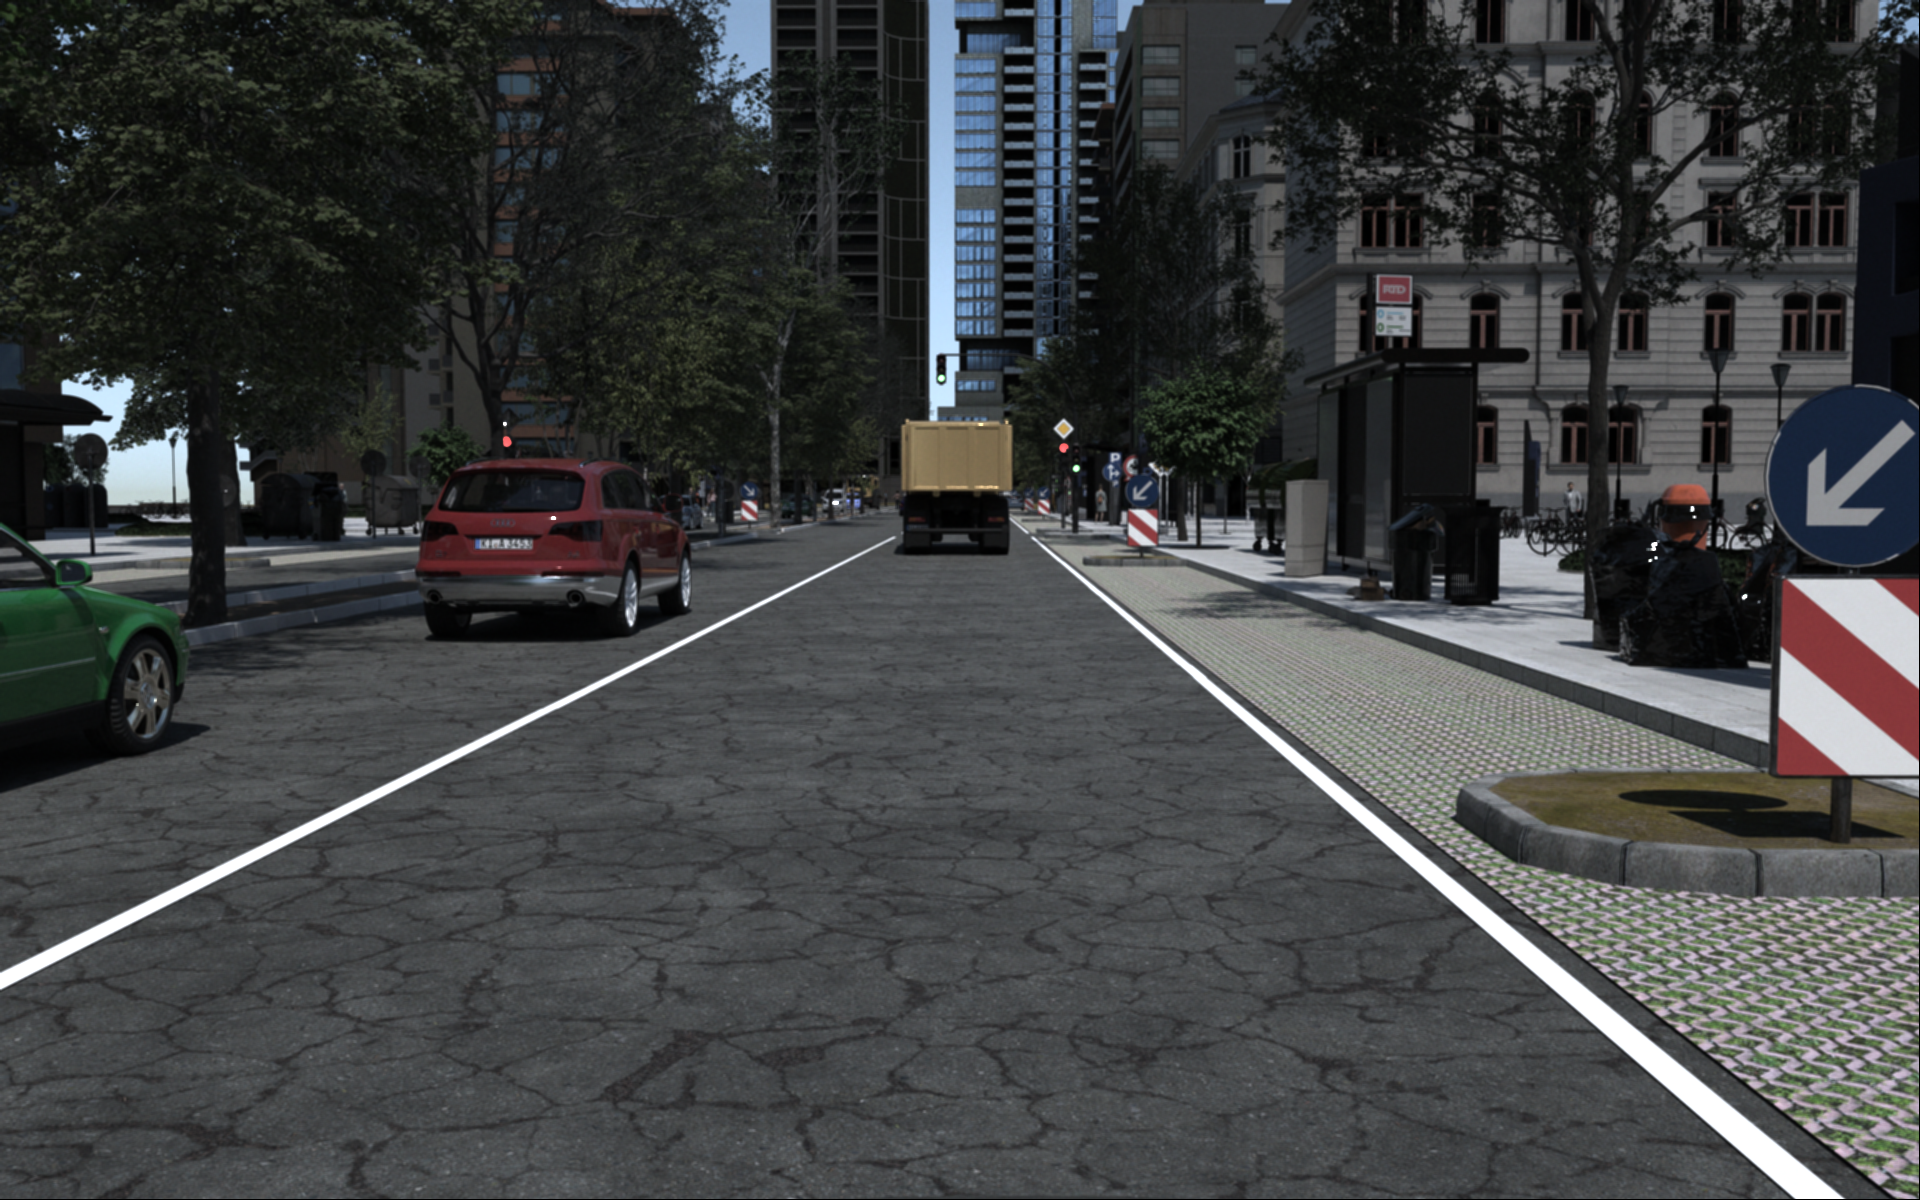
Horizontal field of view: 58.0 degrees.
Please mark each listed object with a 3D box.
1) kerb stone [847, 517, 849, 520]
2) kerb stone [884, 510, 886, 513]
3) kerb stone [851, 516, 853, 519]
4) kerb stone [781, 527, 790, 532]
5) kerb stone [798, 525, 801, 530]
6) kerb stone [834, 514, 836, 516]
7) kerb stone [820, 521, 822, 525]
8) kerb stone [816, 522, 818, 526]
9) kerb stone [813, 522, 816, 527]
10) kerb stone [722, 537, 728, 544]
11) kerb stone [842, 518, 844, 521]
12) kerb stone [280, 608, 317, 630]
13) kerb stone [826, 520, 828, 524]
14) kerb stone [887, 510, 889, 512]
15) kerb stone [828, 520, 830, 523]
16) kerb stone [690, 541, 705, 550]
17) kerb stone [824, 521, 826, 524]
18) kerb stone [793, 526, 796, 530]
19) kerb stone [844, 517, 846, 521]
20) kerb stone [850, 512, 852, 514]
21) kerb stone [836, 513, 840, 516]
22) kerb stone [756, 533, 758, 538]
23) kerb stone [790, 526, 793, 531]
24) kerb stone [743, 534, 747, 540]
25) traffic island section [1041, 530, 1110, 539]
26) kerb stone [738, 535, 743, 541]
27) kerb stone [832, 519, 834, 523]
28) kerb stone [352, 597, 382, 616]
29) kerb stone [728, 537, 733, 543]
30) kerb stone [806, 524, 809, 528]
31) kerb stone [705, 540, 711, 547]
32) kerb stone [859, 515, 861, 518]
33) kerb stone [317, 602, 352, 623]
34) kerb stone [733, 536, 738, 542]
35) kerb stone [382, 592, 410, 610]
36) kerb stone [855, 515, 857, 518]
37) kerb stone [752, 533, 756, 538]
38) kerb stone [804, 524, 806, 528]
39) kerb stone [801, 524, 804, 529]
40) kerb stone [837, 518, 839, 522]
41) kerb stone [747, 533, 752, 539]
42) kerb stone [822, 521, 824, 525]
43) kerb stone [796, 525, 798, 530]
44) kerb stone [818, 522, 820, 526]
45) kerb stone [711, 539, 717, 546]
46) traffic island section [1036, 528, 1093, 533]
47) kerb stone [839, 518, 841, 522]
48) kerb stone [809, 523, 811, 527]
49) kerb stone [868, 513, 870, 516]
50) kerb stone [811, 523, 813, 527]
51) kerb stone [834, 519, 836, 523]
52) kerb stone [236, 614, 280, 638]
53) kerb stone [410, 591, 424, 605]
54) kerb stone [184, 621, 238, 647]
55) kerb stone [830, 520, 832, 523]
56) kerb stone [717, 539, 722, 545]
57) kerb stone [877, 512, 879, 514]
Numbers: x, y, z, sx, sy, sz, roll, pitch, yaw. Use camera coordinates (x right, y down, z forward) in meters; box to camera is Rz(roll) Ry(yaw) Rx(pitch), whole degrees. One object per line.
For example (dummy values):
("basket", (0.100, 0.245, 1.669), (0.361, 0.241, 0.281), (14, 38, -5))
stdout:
("kerb stone", (-6.293, -4.398, 94.109), (0.120, 0.150, 1.000), (0, 4, 1))
("kerb stone", (-5.855, -6.593, 129.990), (0.120, 0.150, 1.000), (0, 4, 1))
("kerb stone", (-6.253, -4.587, 97.192), (0.120, 0.150, 1.000), (0, 4, 1))
("kerb stone", (-6.648, -2.643, 65.403), (0.120, 0.150, 1.000), (0, 4, 1))
("kerb stone", (-6.597, -2.894, 69.512), (0.120, 0.150, 1.000), (0, 4, 1))
("kerb stone", (-8.197, -5.399, 110.519), (0.120, 0.150, 1.000), (0, 4, 1))
("kerb stone", (-6.489, -3.458, 78.738), (0.120, 0.150, 1.000), (0, 4, 1))
("kerb stone", (-6.508, -3.325, 76.680), (0.120, 0.150, 1.000), (0, 4, 1))
("kerb stone", (-6.516, -3.265, 75.657), (0.120, 0.150, 1.000), (0, 4, 1))
("kerb stone", (-6.839, -1.669, 49.495), (0.120, 0.150, 1.000), (0, 4, 1))
("kerb stone", (-6.338, -4.211, 91.042), (0.120, 0.150, 1.000), (0, 4, 1))
("kerb stone", (-7.224, 0.214, 18.712), (0.120, 0.150, 1.000), (0, 4, 1))
("kerb stone", (-6.442, -3.643, 81.808), (0.120, 0.150, 1.000), (0, 4, 1))
("kerb stone", (-5.805, -6.844, 134.092), (0.120, 0.150, 1.000), (0, 4, 1))
("kerb stone", (-6.434, -3.709, 82.839), (0.120, 0.150, 1.000), (0, 4, 1))
("kerb stone", (-6.886, -1.418, 45.396), (0.120, 0.150, 1.000), (0, 4, 1))
("kerb stone", (-6.460, -3.577, 80.786), (0.120, 0.150, 1.000), (0, 4, 1))
("kerb stone", (-6.617, -2.762, 67.456), (0.120, 0.150, 1.000), (0, 4, 1))
("kerb stone", (-6.319, -4.267, 92.065), (0.120, 0.150, 1.000), (0, 4, 1))
("kerb stone", (-8.016, -6.278, 124.852), (0.120, 0.150, 1.000), (0, 4, 1))
("kerb stone", (-8.161, -5.590, 113.585), (0.120, 0.150, 1.000), (0, 4, 1))
("kerb stone", (-6.749, -2.108, 56.661), (0.120, 0.150, 1.000), (0, 4, 1))
("kerb stone", (-6.631, -2.705, 66.427), (0.120, 0.150, 1.000), (0, 4, 1))
("kerb stone", (-6.792, -1.920, 53.592), (0.120, 0.150, 1.000), (0, 4, 1))
("traffic island section", (3.757, -2.077, 56.247), (2.009, 0.180, 2.903), (0, 4, 1))
("kerb stone", (-6.806, -1.858, 52.571), (0.120, 0.150, 1.000), (0, 4, 1))
("kerb stone", (-6.404, -3.834, 84.904), (0.120, 0.150, 1.000), (0, 4, 1))
("kerb stone", (-7.195, 0.089, 20.756), (0.120, 0.150, 1.000), (0, 4, 1))
("kerb stone", (-6.831, -1.728, 50.517), (0.120, 0.150, 1.000), (0, 4, 1))
("kerb stone", (-6.552, -3.079, 72.583), (0.120, 0.150, 1.000), (0, 4, 1))
("kerb stone", (-6.887, -1.477, 46.421), (0.120, 0.150, 1.000), (0, 4, 1))
("kerb stone", (-6.175, -4.963, 103.338), (0.120, 0.150, 1.000), (0, 4, 1))
("kerb stone", (-7.200, 0.154, 19.734), (0.120, 0.150, 1.000), (0, 4, 1))
("kerb stone", (-6.815, -1.793, 51.543), (0.120, 0.150, 1.000), (0, 4, 1))
("kerb stone", (-7.177, 0.026, 21.777), (0.120, 0.150, 1.000), (0, 4, 1))
("kerb stone", (-6.223, -4.772, 100.265), (0.120, 0.150, 1.000), (0, 4, 1))
("kerb stone", (-6.768, -2.046, 55.639), (0.120, 0.150, 1.000), (0, 4, 1))
("kerb stone", (-6.565, -3.012, 71.556), (0.120, 0.150, 1.000), (0, 4, 1))
("kerb stone", (-6.577, -2.956, 70.534), (0.120, 0.150, 1.000), (0, 4, 1))
("kerb stone", (-6.375, -4.019, 87.975), (0.120, 0.150, 1.000), (0, 4, 1))
("kerb stone", (-6.779, -1.982, 54.614), (0.120, 0.150, 1.000), (0, 4, 1))
("kerb stone", (-6.476, -3.520, 79.763), (0.120, 0.150, 1.000), (0, 4, 1))
("kerb stone", (-6.611, -2.831, 68.490), (0.120, 0.150, 1.000), (0, 4, 1))
("kerb stone", (-6.496, -3.395, 77.707), (0.120, 0.150, 1.000), (0, 4, 1))
("kerb stone", (-6.865, -1.544, 47.443), (0.120, 0.150, 1.000), (0, 4, 1))
("traffic island section", (3.854, -2.566, 64.231), (2.009, 0.180, 2.903), (0, 4, 1))
("kerb stone", (-6.352, -4.086, 88.997), (0.120, 0.150, 1.000), (0, 4, 1))
("kerb stone", (-6.551, -3.145, 73.612), (0.120, 0.150, 1.000), (0, 4, 1))
("kerb stone", (-6.077, -5.465, 111.543), (0.120, 0.150, 1.000), (0, 4, 1))
("kerb stone", (-6.533, -3.207, 74.634), (0.120, 0.150, 1.000), (0, 4, 1))
("kerb stone", (-6.391, -3.896, 85.927), (0.120, 0.150, 1.000), (0, 4, 1))
("kerb stone", (-7.228, 0.276, 17.683), (0.120, 0.150, 1.000), (0, 4, 1))
("kerb stone", (-7.165, -0.035, 22.805), (0.120, 0.150, 1.000), (0, 4, 1))
("kerb stone", (-7.247, 0.341, 16.657), (0.120, 0.150, 1.000), (0, 4, 1))
("kerb stone", (-6.422, -3.765, 83.861), (0.120, 0.150, 1.000), (0, 4, 1))
("kerb stone", (-6.856, -1.607, 48.465), (0.120, 0.150, 1.000), (0, 4, 1))
("kerb stone", (-5.957, -6.092, 121.795), (0.120, 0.150, 1.000), (0, 4, 1))
